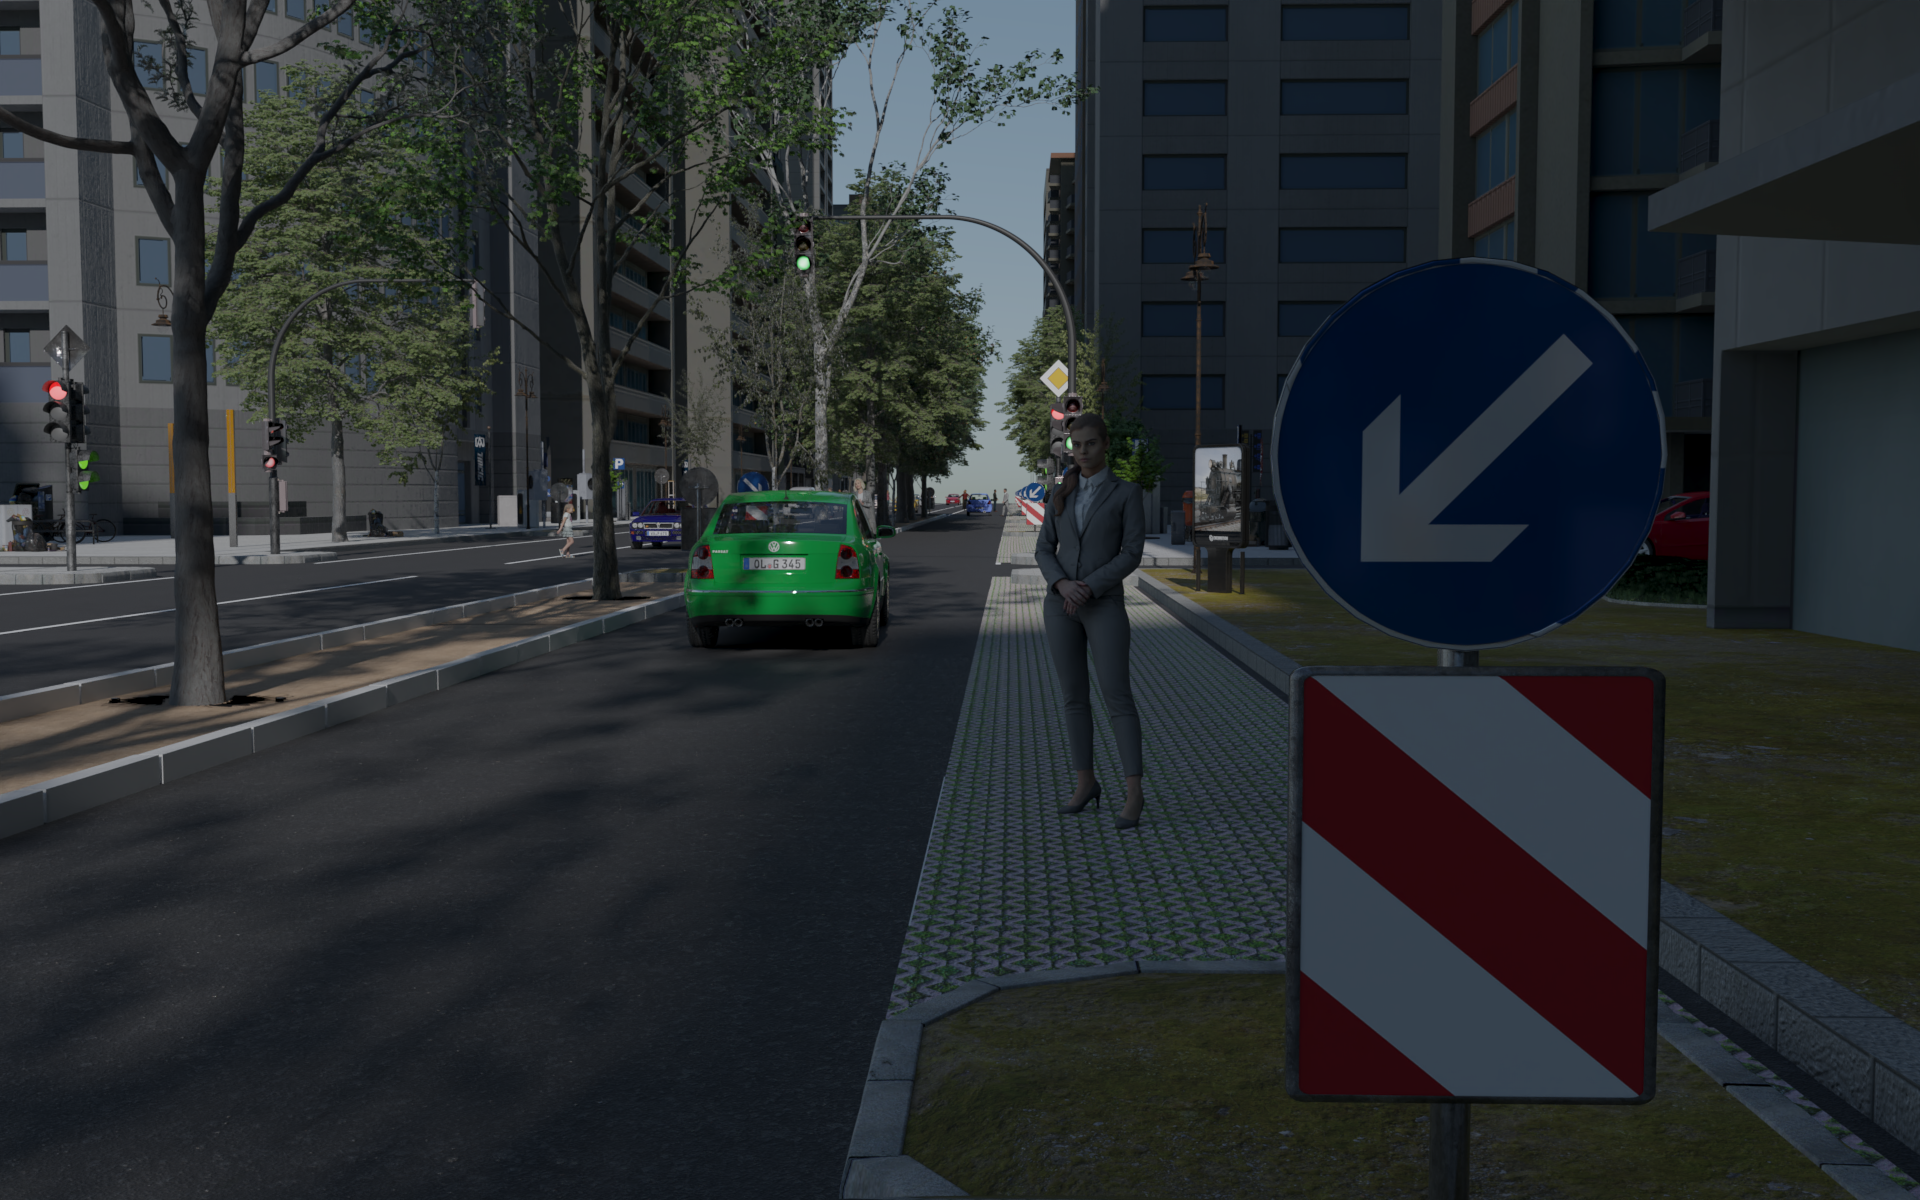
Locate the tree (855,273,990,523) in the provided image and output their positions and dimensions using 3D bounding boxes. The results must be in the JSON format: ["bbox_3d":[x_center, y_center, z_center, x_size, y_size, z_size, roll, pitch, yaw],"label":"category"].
[{"bbox_3d":[-2.703,-11.320,94.189,9.857,13.997,8.962,0,3,0],"label":"tree"}]

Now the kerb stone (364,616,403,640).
[{"bbox_3d":[-5.835,0.297,17.341,0.120,0.150,1.000,0,4,2],"label":"kerb stone"}]

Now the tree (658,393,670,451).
[{"bbox_3d":[-15.021,-9.135,99.721,4.360,8.622,3.978,0,3,0],"label":"tree"}]

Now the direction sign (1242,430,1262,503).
[{"bbox_3d":[10.306,-4.244,61.379,0.876,3.537,0.379,3,5,42],"label":"direction sign"}]

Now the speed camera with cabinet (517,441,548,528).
[{"bbox_3d":[-16.210,-4.357,65.579,0.660,3.252,2.038,-2,4,-32],"label":"speed camera with cabinet"}]

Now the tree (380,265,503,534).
[{"bbox_3d":[-16.832,-6.437,55.601,4.737,8.622,4.395,0,3,0],"label":"tree"}]

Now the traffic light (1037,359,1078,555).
[{"bbox_3d":[2.040,-2.897,36.285,0.839,4.253,0.868,0,4,2],"label":"traffic light"}]

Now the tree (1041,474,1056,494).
[{"bbox_3d":[7.525,-9.083,143.114,1.663,3.219,1.824,0,3,0],"label":"tree"}]

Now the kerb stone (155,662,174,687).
[{"bbox_3d":[-5.959,0.553,13.245,0.120,0.150,1.000,0,4,2],"label":"kerb stone"}]

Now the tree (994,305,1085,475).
[{"bbox_3d":[5.775,-11.388,104.325,7.486,12.596,7.792,0,3,0],"label":"tree"}]

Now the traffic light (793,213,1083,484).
[{"bbox_3d":[-0.293,-3.276,28.224,4.771,5.953,1.251,0,4,2],"label":"traffic light"}]

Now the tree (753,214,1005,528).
[{"bbox_3d":[-3.069,-9.103,68.300,9.611,12.733,9.660,0,3,0],"label":"tree"}]

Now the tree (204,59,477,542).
[{"bbox_3d":[-17.116,-7.835,46.230,7.486,12.596,7.792,0,3,0],"label":"tree"}]

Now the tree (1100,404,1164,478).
[{"bbox_3d":[5.805,-4.875,63.416,4.285,4.588,4.351,0,3,0],"label":"tree"}]

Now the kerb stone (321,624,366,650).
[{"bbox_3d":[-5.869,0.359,16.319,0.120,0.150,1.000,0,4,2],"label":"kerb stone"}]

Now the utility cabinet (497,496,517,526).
[{"bbox_3d":[-18.248,-3.621,70.372,1.020,1.237,0.306,-2,4,-26],"label":"utility cabinet"}]

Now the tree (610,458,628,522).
[{"bbox_3d":[-16.347,-5.190,79.458,1.663,3.219,1.824,0,3,0],"label":"tree"}]

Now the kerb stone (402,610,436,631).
[{"bbox_3d":[-5.812,0.235,18.363,0.120,0.150,1.000,0,4,2],"label":"kerb stone"}]

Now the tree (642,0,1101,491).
[{"bbox_3d":[-2.805,-11.635,48.574,12.611,20.169,13.585,0,3,0],"label":"tree"}]

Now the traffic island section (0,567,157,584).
[{"bbox_3d":[-14.844,-0.406,28.920,2.009,0.180,2.903,0,4,2],"label":"traffic island section"}]

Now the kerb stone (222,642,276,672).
[{"bbox_3d":[-5.928,0.485,14.266,0.120,0.150,1.000,0,4,2],"label":"kerb stone"}]

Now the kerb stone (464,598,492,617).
[{"bbox_3d":[-5.749,0.109,20.406,0.120,0.150,1.000,0,4,2],"label":"kerb stone"}]

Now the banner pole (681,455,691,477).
[{"bbox_3d":[-17.620,-7.459,111.970,0.863,3.779,0.401,1,4,10],"label":"banner pole"}]

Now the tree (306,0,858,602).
[{"bbox_3d":[-4.876,-5.807,23.160,9.928,11.665,9.643,0,3,0],"label":"tree"}]

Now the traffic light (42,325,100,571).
[{"bbox_3d":[-14.804,-2.438,28.784,0.839,4.253,0.868,0,4,2],"label":"traffic light"}]

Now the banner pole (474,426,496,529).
[{"bbox_3d":[-17.510,-4.510,63.755,0.401,3.779,0.863,3,5,44],"label":"banner pole"}]

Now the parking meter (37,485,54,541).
[{"bbox_3d":[-24.988,-2.380,47.328,0.372,1.533,0.369,0,3,0],"label":"parking meter"}]

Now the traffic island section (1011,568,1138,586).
[{"bbox_3d":[1.840,-0.375,28.416,2.009,0.180,2.903,0,4,2],"label":"traffic island section"}]

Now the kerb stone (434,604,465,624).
[{"bbox_3d":[-5.784,0.172,19.385,0.120,0.150,1.000,0,4,2],"label":"kerb stone"}]

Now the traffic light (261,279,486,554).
[{"bbox_3d":[-12.471,-3.796,36.738,4.771,5.953,1.251,0,4,2],"label":"traffic light"}]

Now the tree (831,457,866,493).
[{"bbox_3d":[-12.131,-15.540,188.484,8.767,10.594,7.601,0,3,0],"label":"tree"}]

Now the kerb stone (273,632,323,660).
[{"bbox_3d":[-5.908,0.422,15.288,0.120,0.150,1.000,0,4,2],"label":"kerb stone"}]

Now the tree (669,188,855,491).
[{"bbox_3d":[-4.322,-5.356,40.398,4.360,8.622,3.978,0,3,0],"label":"tree"}]

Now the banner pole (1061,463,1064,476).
[{"bbox_3d":[5.342,-6.165,90.822,0.401,3.779,0.863,-1,4,-10],"label":"banner pole"}]

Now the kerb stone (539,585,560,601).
[{"bbox_3d":[-5.655,-0.079,23.488,0.120,0.150,1.000,0,4,2],"label":"kerb stone"}]

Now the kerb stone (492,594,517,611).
[{"bbox_3d":[-5.721,0.049,21.429,0.120,0.150,1.000,0,4,2],"label":"kerb stone"}]

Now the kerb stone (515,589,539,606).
[{"bbox_3d":[-5.682,-0.016,22.453,0.120,0.150,1.000,0,4,2],"label":"kerb stone"}]

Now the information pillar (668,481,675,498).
[{"bbox_3d":[-16.100,-5.643,96.756,0.304,2.012,0.304,0,4,5],"label":"information pillar"}]

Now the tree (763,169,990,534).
[{"bbox_3d":[-3.016,-8.507,59.667,7.486,12.596,7.792,0,3,0],"label":"tree"}]

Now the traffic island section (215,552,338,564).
[{"bbox_3d":[-14.604,-0.894,36.901,2.009,0.180,2.903,0,4,2],"label":"traffic island section"}]

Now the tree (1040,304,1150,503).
[{"bbox_3d":[5.230,-7.211,68.259,4.737,8.622,4.395,0,3,0],"label":"tree"}]

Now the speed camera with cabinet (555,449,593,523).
[{"bbox_3d":[-16.875,-5.003,76.142,0.660,3.252,2.038,2,4,32],"label":"speed camera with cabinet"}]

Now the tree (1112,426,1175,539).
[{"bbox_3d":[5.190,-3.368,49.668,1.663,3.219,1.824,0,3,0],"label":"tree"}]

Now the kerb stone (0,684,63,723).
[{"bbox_3d":[-6.018,0.674,11.193,0.120,0.150,1.000,0,4,2],"label":"kerb stone"}]

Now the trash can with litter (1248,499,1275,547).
[{"bbox_3d":[7.313,-1.900,42.445,0.624,1.170,1.055,2,4,25],"label":"trash can with litter"}]

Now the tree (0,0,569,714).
[{"bbox_3d":[-5.226,-6.039,11.558,12.009,13.543,11.850,0,3,0],"label":"tree"}]

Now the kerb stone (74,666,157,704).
[{"bbox_3d":[-5.992,0.610,12.223,0.120,0.150,1.000,0,4,2],"label":"kerb stone"}]

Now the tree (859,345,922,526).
[{"bbox_3d":[-2.992,-7.597,77.032,4.737,8.622,4.395,0,3,0],"label":"tree"}]

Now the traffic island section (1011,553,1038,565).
[{"bbox_3d":[2.079,-0.863,36.397,2.009,0.180,2.903,0,4,2],"label":"traffic island section"}]
